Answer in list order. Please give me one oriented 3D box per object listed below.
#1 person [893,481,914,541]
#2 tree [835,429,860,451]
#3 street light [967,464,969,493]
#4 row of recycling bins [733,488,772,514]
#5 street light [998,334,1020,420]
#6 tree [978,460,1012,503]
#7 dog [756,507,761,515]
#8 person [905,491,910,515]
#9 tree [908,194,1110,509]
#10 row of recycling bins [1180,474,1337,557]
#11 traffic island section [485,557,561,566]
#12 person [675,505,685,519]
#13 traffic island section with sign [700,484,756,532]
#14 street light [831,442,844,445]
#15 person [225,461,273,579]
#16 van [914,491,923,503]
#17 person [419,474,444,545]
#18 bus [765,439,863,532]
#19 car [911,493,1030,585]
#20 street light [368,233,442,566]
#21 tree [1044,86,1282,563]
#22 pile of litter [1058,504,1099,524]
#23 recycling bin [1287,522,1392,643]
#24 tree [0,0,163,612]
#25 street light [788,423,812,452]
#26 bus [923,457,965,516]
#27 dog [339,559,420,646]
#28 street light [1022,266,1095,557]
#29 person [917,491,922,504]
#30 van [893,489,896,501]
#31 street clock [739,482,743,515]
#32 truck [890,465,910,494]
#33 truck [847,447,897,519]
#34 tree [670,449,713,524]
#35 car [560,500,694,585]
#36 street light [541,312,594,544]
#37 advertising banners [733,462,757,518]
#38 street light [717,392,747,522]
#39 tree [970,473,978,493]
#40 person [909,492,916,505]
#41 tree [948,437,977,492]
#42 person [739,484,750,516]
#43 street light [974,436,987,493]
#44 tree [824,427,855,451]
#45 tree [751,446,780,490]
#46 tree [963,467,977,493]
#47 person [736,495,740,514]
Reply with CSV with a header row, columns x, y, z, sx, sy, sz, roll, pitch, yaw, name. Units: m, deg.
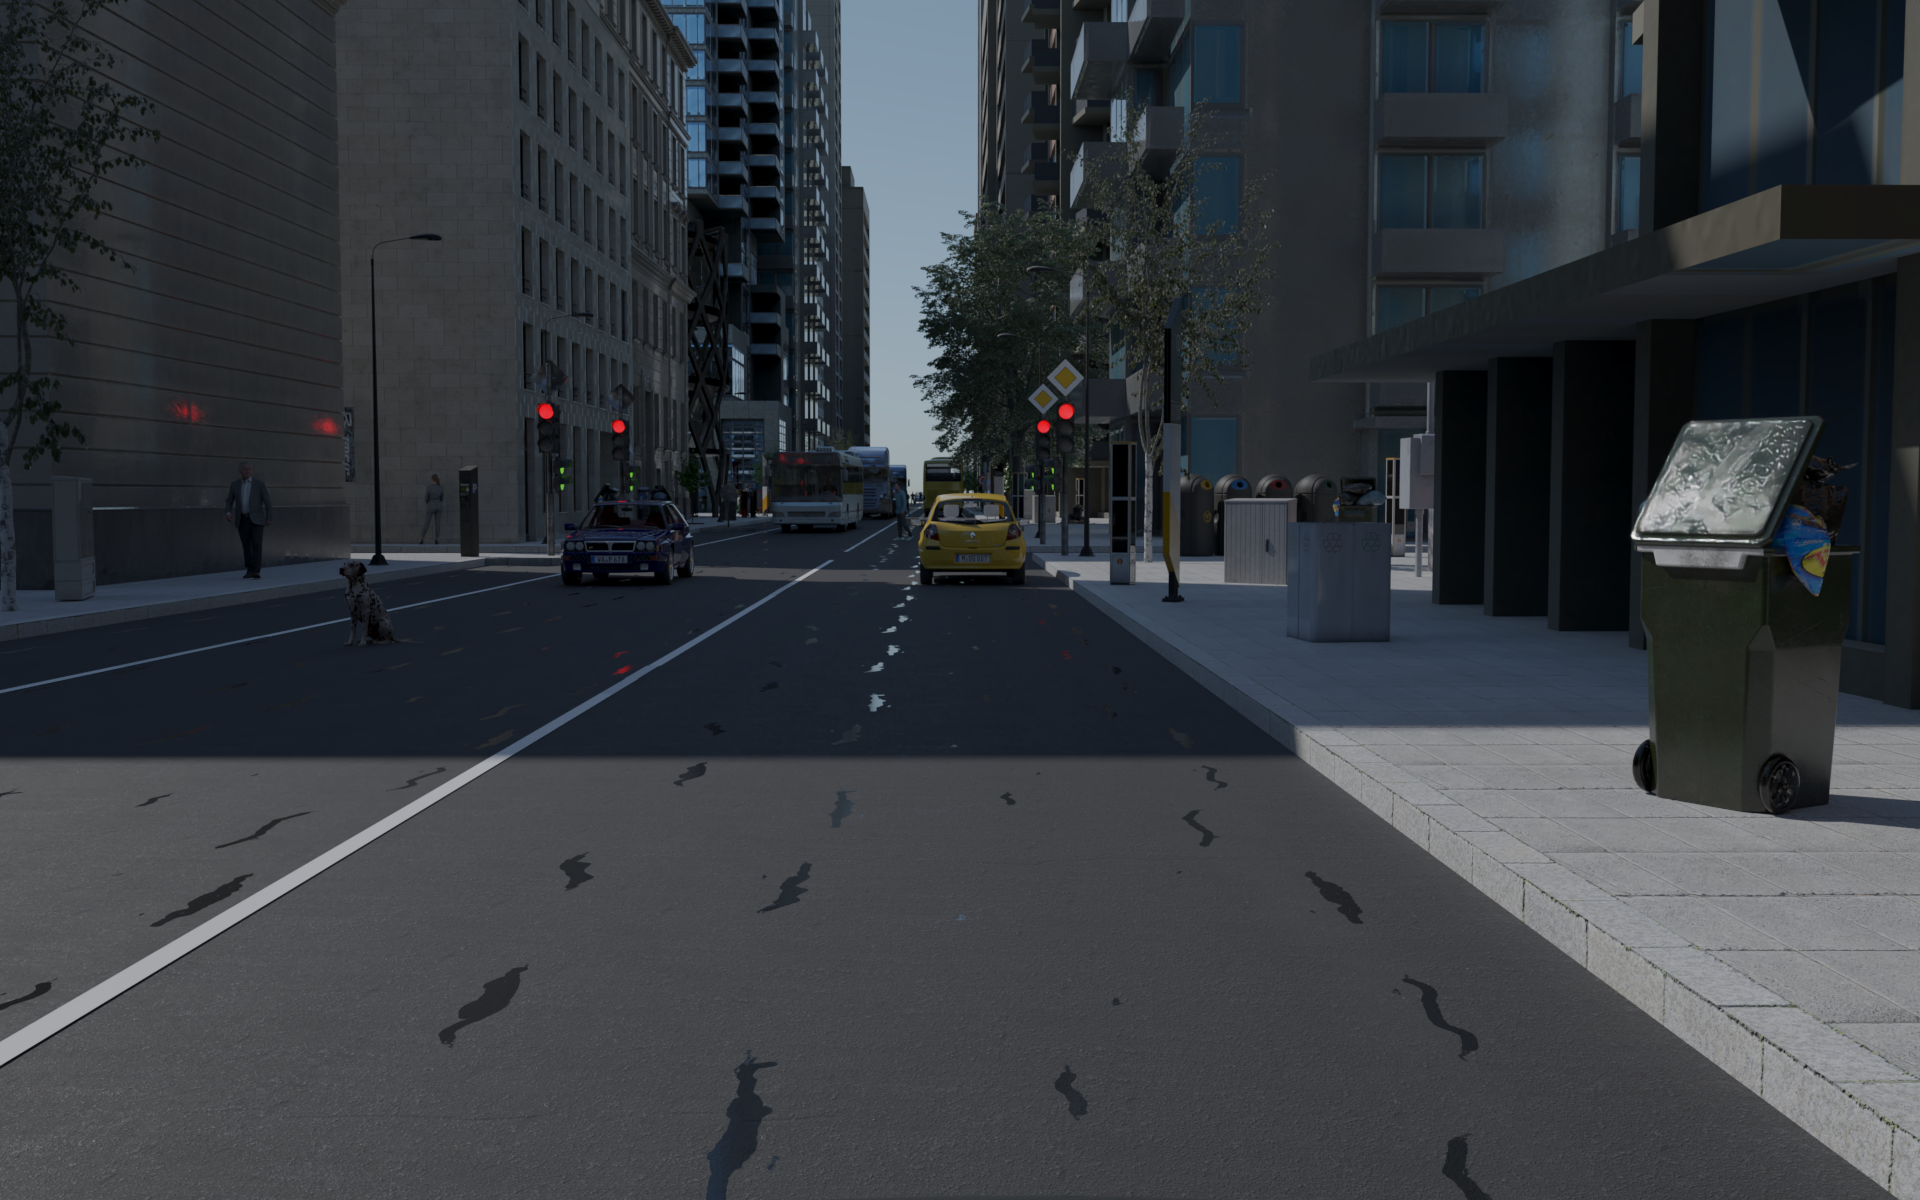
x,y,z,sx,sy,sz,roll,pitch,yaw,name
-1.757,-2.748,53.448,0.620,1.820,0.660,-2,4,-27,person
-12.990,-15.011,195.793,4.737,8.622,4.395,0,3,0,tree
1.106,-9.367,125.689,1.470,5.913,1.316,0,4,-1,street light
-13.438,-6.581,114.710,3.534,1.692,1.069,1,4,22,row of recycling bins
1.790,-4.756,50.297,1.470,5.913,1.316,0,4,-1,street light
2.491,-6.872,106.963,1.663,3.219,1.824,0,3,0,tree
-12.391,-5.424,105.518,0.406,0.507,0.540,1,4,15,dog
-3.722,-6.773,120.711,0.415,1.643,0.593,1,4,16,person
2.585,-10.269,74.549,9.857,13.997,8.962,0,3,0,tree
6.104,-1.771,36.074,3.534,1.692,1.069,-1,4,-11,row of recycling bins
-8.532,-0.843,36.071,2.009,0.180,2.903,0,4,-1,traffic island section
-5.751,-1.350,35.592,0.505,1.210,0.382,2,4,23,person
-8.838,-3.520,66.175,1.989,1.847,2.006,0,4,-1,traffic island section with sign
-11.154,-11.212,155.860,1.470,5.913,1.316,0,4,-1,street light
-10.743,-1.206,26.155,0.661,1.777,0.834,-1,4,-18,person
-6.211,-15.863,266.369,2.013,2.044,4.112,0,4,1,van
-13.454,-2.310,44.085,0.573,1.790,0.520,3,4,38,person
-5.500,-4.482,68.137,2.948,3.499,13.247,0,4,0,bus
0.182,-1.139,28.849,2.015,1.641,3.980,0,4,-1,car
-9.932,-3.577,31.018,1.470,5.913,1.316,0,4,-1,street light
3.767,-5.005,32.194,4.360,8.622,3.978,0,3,0,tree
5.101,-3.722,74.816,1.719,0.858,1.176,1,4,23,pile of litter
3.342,-0.168,15.306,0.722,1.027,0.722,-1,4,-8,recycling bin
-10.477,-4.165,18.467,4.360,8.622,3.978,0,3,0,tree
-10.641,-8.608,113.281,1.470,5.913,1.316,0,4,-1,street light
-1.067,-7.467,113.632,2.896,3.916,12.252,0,4,0,bus
-5.521,0.019,16.530,0.800,0.831,0.513,-2,4,-26,dog
2.065,-3.848,35.464,1.470,5.913,1.316,0,4,-1,street light
-5.972,-15.482,261.646,1.348,1.822,0.705,-1,4,-14,person
-6.290,-8.817,151.163,2.013,2.044,4.112,0,3,0,van
-13.446,-6.215,106.181,0.358,2.002,0.471,0,4,-5,street clock
-6.153,-10.675,164.296,2.967,4.110,18.799,0,4,-1,truck
-5.175,-7.010,104.373,2.967,4.110,18.799,0,4,0,truck
-11.282,-4.843,73.788,1.663,3.219,1.824,0,3,0,tree
-5.443,-0.979,28.579,1.945,1.354,3.894,0,4,-1,car
-10.042,-4.393,44.363,1.470,5.913,1.316,0,4,-1,street light
-11.690,-5.980,93.963,0.090,3.025,2.074,-3,5,-45,advertising banners
-10.398,-6.506,78.913,1.470,5.913,1.316,0,4,-1,street light
1.675,-8.391,131.792,1.663,3.219,1.824,0,3,0,tree
-6.453,-13.824,235.078,0.990,1.755,0.434,-1,4,-11,person
0.600,-16.435,219.082,4.360,8.622,3.978,0,3,0,tree
-12.351,-5.789,100.473,0.659,1.850,0.755,3,4,38,person
1.565,-6.858,84.664,1.470,5.913,1.316,0,4,-1,street light
-12.899,-14.449,186.608,4.360,8.622,3.978,0,3,0,tree
-12.513,-8.186,117.559,4.285,4.588,4.351,0,3,0,tree
1.401,-13.412,203.007,4.285,4.588,4.351,0,3,0,tree
-13.973,-6.066,109.472,0.590,1.304,0.306,-3,5,-45,person
